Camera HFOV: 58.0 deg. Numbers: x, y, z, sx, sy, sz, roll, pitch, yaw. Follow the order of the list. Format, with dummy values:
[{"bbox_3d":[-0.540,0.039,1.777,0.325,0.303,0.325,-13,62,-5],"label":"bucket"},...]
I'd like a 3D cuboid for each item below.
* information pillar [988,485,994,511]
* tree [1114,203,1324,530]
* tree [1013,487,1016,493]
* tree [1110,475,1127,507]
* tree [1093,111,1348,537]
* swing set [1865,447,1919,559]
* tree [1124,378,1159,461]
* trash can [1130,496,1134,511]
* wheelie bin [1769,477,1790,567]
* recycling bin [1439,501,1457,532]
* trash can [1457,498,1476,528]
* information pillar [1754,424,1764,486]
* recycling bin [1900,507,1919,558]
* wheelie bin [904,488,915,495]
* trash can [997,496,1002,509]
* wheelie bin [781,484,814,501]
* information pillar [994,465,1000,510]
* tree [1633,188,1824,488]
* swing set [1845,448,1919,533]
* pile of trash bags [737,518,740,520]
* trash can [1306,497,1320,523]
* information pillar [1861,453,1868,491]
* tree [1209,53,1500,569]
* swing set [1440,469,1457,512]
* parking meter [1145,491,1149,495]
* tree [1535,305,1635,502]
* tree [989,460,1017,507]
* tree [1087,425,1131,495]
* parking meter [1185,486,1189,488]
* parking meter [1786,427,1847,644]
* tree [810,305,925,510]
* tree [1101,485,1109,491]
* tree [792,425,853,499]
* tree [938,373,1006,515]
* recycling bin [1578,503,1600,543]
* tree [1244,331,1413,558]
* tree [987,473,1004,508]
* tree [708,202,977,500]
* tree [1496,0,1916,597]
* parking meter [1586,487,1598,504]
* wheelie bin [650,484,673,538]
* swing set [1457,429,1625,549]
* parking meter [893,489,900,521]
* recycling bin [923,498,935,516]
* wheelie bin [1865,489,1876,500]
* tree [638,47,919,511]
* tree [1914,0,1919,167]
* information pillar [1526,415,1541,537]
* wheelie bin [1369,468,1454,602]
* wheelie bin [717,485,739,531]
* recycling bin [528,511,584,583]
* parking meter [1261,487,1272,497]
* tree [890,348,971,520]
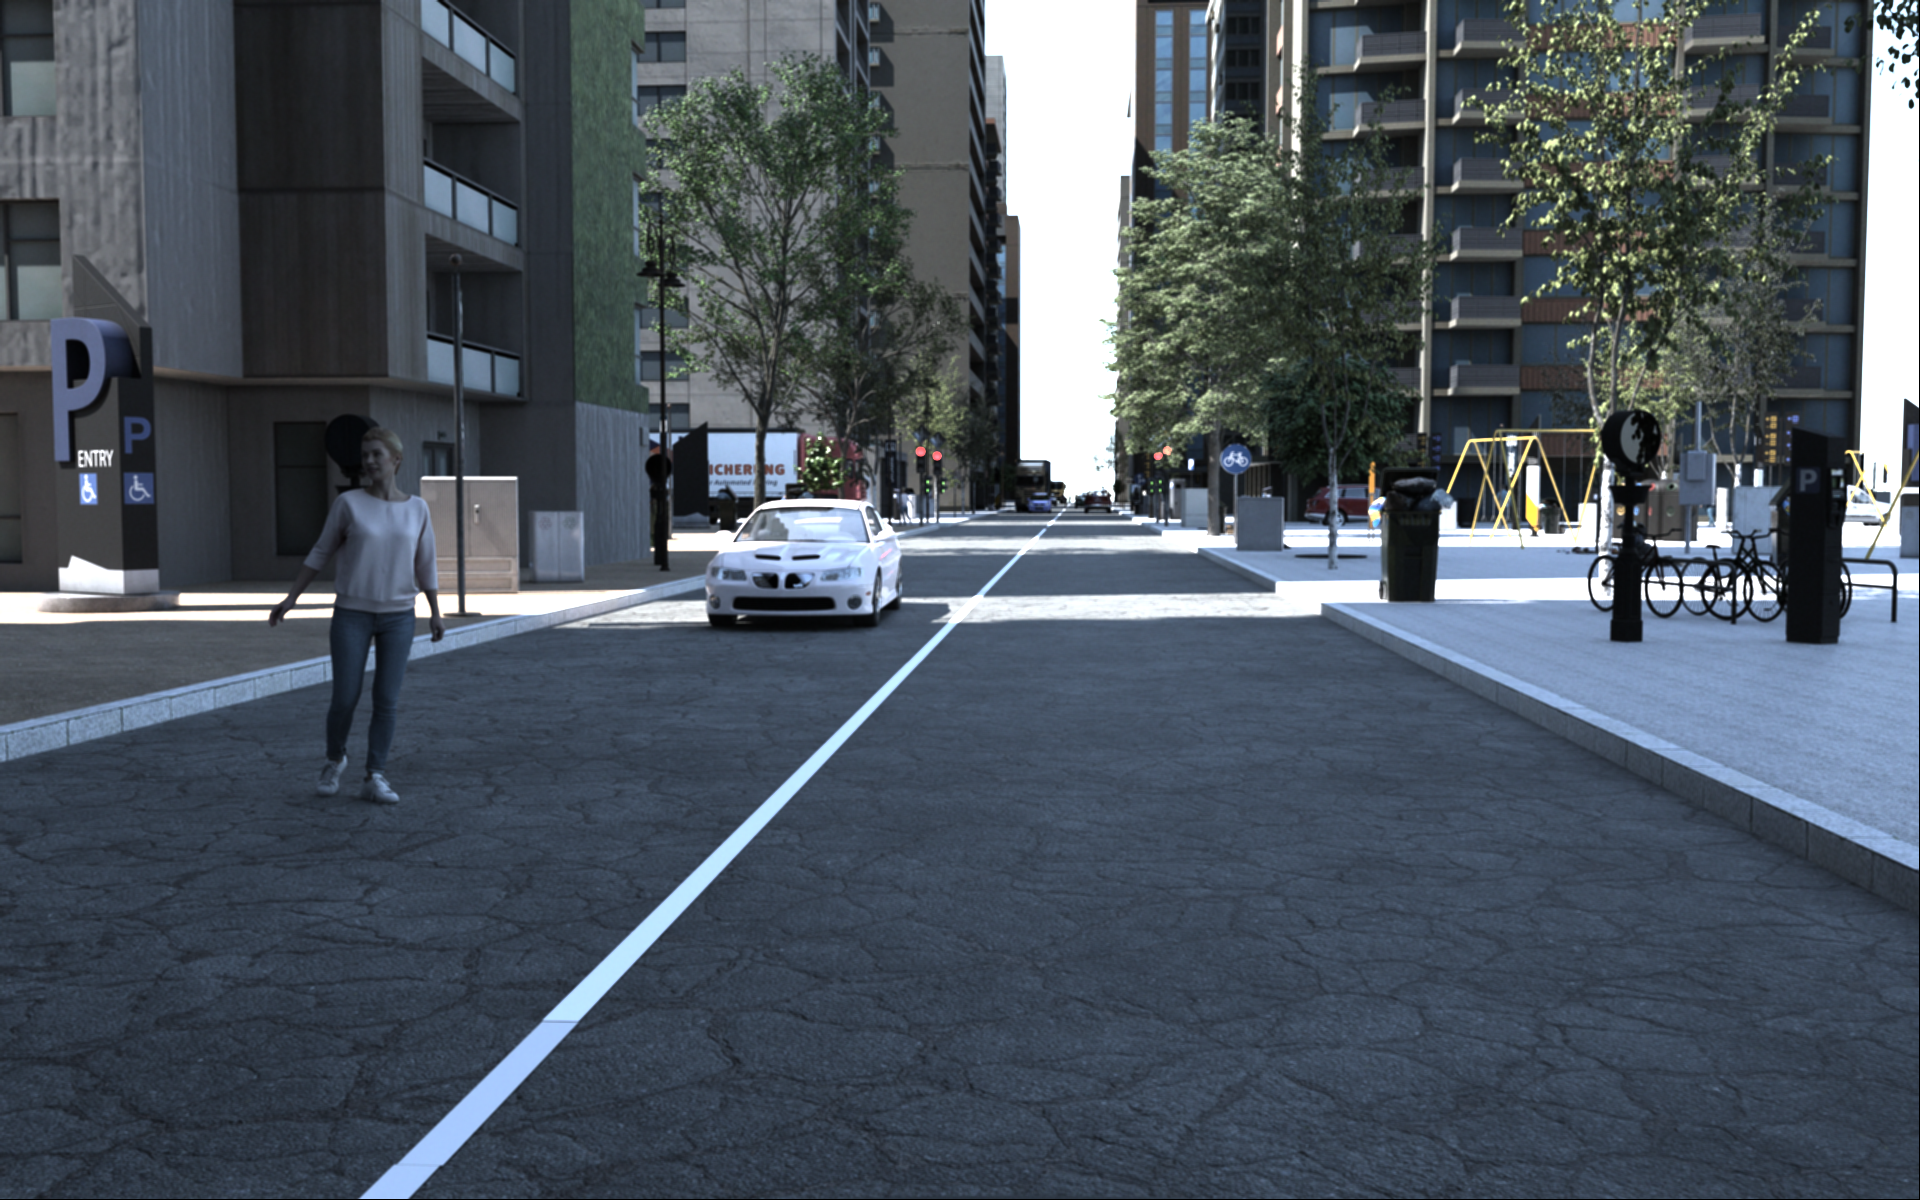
[{"bbox_3d":[2.367,-8.093,136.810,0.304,2.012,0.304,0,4,2],"label":"information pillar"},{"bbox_3d":[9.190,-8.351,62.287,9.928,11.665,9.643,0,3,0],"label":"tree"},{"bbox_3d":[6.768,-12.690,202.088,1.663,3.219,1.824,0,3,0],"label":"tree"},{"bbox_3d":[18.046,-12.282,195.414,1.663,3.219,1.824,0,3,0],"label":"tree"},{"bbox_3d":[8.052,-8.177,51.828,7.486,12.596,7.792,0,3,0],"label":"tree"},{"bbox_3d":[18.779,-2.093,31.839,3.119,2.851,2.862,-2,4,-32],"label":"swing set"},{"bbox_3d":[11.340,-9.014,97.748,4.737,8.622,4.395,0,3,0],"label":"tree"},{"bbox_3d":[13.297,-7.362,132.018,0.748,1.137,0.748,0,3,0],"label":"trash can"},{"bbox_3d":[14.792,-1.399,30.783,0.693,1.594,0.980,1,4,14],"label":"wheelie bin"},{"bbox_3d":[16.551,-2.859,59.297,0.722,1.027,0.722,0,4,1],"label":"recycling bin"},{"bbox_3d":[19.207,-3.304,65.679,0.748,1.137,0.748,0,3,0],"label":"trash can"},{"bbox_3d":[26.946,-4.103,58.440,0.504,3.616,0.183,-3,5,-44],"label":"information pillar"},{"bbox_3d":[19.407,-1.358,34.765,0.722,1.027,0.722,-2,4,-34],"label":"recycling bin"},{"bbox_3d":[-2.868,-5.396,96.125,0.980,1.594,0.693,2,4,30],"label":"wheelie bin"},{"bbox_3d":[3.338,-8.482,150.330,0.748,1.137,0.748,0,3,0],"label":"trash can"},{"bbox_3d":[-4.890,-2.702,52.093,0.980,1.594,0.693,0,4,-2],"label":"wheelie bin"},{"bbox_3d":[3.010,-9.130,140.622,0.504,3.616,0.183,3,5,45],"label":"information pillar"},{"bbox_3d":[19.034,-5.631,42.424,4.360,8.622,3.978,0,3,0],"label":"tree"},{"bbox_3d":[33.270,-4.048,63.798,3.119,2.851,2.862,-3,5,-43],"label":"swing set"},{"bbox_3d":[-12.482,-4.619,85.275,3.447,1.369,1.912,1,4,9],"label":"pile of trash bags"},{"bbox_3d":[15.616,-3.948,76.195,0.748,1.137,0.748,0,3,0],"label":"trash can"},{"bbox_3d":[49.542,-6.361,95.364,0.504,3.616,0.183,0,4,-7],"label":"information pillar"},{"bbox_3d":[6.308,-4.816,29.107,4.737,8.622,4.395,0,3,0],"label":"tree"},{"bbox_3d":[15.166,-3.127,48.746,2.862,2.851,3.119,-1,4,-19],"label":"swing set"},{"bbox_3d":[12.787,-6.684,117.700,0.372,1.533,0.369,0,3,0],"label":"parking meter"},{"bbox_3d":[23.965,-7.021,65.156,4.360,8.622,3.978,0,3,0],"label":"tree"},{"bbox_3d":[4.406,-11.215,167.081,4.285,4.588,4.351,0,3,0],"label":"tree"},{"bbox_3d":[20.616,-18.397,235.196,7.601,10.594,8.767,1,4,17],"label":"tree"},{"bbox_3d":[16.934,-7.596,129.909,0.399,1.863,0.255,3,4,36],"label":"parking meter"},{"bbox_3d":[7.375,-0.562,14.907,0.255,1.863,0.399,-2,4,-30],"label":"parking meter"},{"bbox_3d":[-3.524,-7.107,66.563,4.360,8.622,3.978,0,3,0],"label":"tree"},{"bbox_3d":[25.412,-19.168,308.002,1.663,3.219,1.824,0,3,0],"label":"tree"},{"bbox_3d":[-4.048,-3.327,49.003,1.663,3.219,1.824,0,3,0],"label":"tree"},{"bbox_3d":[0.266,-9.445,104.784,4.360,8.622,3.978,0,3,0],"label":"tree"},{"bbox_3d":[16.888,-2.055,46.147,0.722,1.027,0.722,2,4,24],"label":"recycling bin"},{"bbox_3d":[7.454,-3.142,35.080,4.285,4.588,4.351,0,3,0],"label":"tree"},{"bbox_3d":[3.288,-10.223,161.750,1.663,3.219,1.824,0,3,0],"label":"tree"},{"bbox_3d":[-3.886,-7.416,55.666,8.767,10.594,7.601,-1,4,-9],"label":"tree"},{"bbox_3d":[8.267,-4.338,21.292,4.737,8.622,4.395,0,3,0],"label":"tree"},{"bbox_3d":[21.648,-3.117,59.373,0.372,1.533,0.369,0,3,0],"label":"parking meter"},{"bbox_3d":[-8.663,-2.566,49.865,0.693,1.594,0.980,1,4,22],"label":"wheelie bin"},{"bbox_3d":[14.220,-2.715,42.005,3.119,2.851,2.862,-1,4,-9],"label":"swing set"},{"bbox_3d":[-3.046,-4.634,84.171,0.372,1.533,0.369,0,3,0],"label":"parking meter"},{"bbox_3d":[-1.907,-5.385,100.595,0.722,1.027,0.722,-1,4,-18],"label":"recycling bin"},{"bbox_3d":[57.769,-6.250,110.092,0.693,1.594,0.980,1,4,9],"label":"wheelie bin"},{"bbox_3d":[-4.594,-7.030,40.694,9.928,11.665,9.643,0,3,0],"label":"tree"},{"bbox_3d":[8.331,-3.755,11.755,4.737,8.622,4.395,0,3,0],"label":"tree"},{"bbox_3d":[17.041,-3.675,51.436,0.183,3.616,0.504,-1,4,-22],"label":"information pillar"},{"bbox_3d":[5.413,-0.784,20.731,0.980,1.594,0.693,0,4,4],"label":"wheelie bin"},{"bbox_3d":[-8.180,-3.246,60.983,0.693,1.594,0.980,0,4,2],"label":"wheelie bin"},{"bbox_3d":[-5.894,-0.778,25.272,0.722,1.027,0.722,-1,4,-19],"label":"recycling bin"},{"bbox_3d":[10.530,-3.122,59.452,0.372,1.533,0.369,0,3,0],"label":"parking meter"},{"bbox_3d":[-1.272,-8.323,86.448,4.737,8.622,4.395,0,3,0],"label":"tree"}]
